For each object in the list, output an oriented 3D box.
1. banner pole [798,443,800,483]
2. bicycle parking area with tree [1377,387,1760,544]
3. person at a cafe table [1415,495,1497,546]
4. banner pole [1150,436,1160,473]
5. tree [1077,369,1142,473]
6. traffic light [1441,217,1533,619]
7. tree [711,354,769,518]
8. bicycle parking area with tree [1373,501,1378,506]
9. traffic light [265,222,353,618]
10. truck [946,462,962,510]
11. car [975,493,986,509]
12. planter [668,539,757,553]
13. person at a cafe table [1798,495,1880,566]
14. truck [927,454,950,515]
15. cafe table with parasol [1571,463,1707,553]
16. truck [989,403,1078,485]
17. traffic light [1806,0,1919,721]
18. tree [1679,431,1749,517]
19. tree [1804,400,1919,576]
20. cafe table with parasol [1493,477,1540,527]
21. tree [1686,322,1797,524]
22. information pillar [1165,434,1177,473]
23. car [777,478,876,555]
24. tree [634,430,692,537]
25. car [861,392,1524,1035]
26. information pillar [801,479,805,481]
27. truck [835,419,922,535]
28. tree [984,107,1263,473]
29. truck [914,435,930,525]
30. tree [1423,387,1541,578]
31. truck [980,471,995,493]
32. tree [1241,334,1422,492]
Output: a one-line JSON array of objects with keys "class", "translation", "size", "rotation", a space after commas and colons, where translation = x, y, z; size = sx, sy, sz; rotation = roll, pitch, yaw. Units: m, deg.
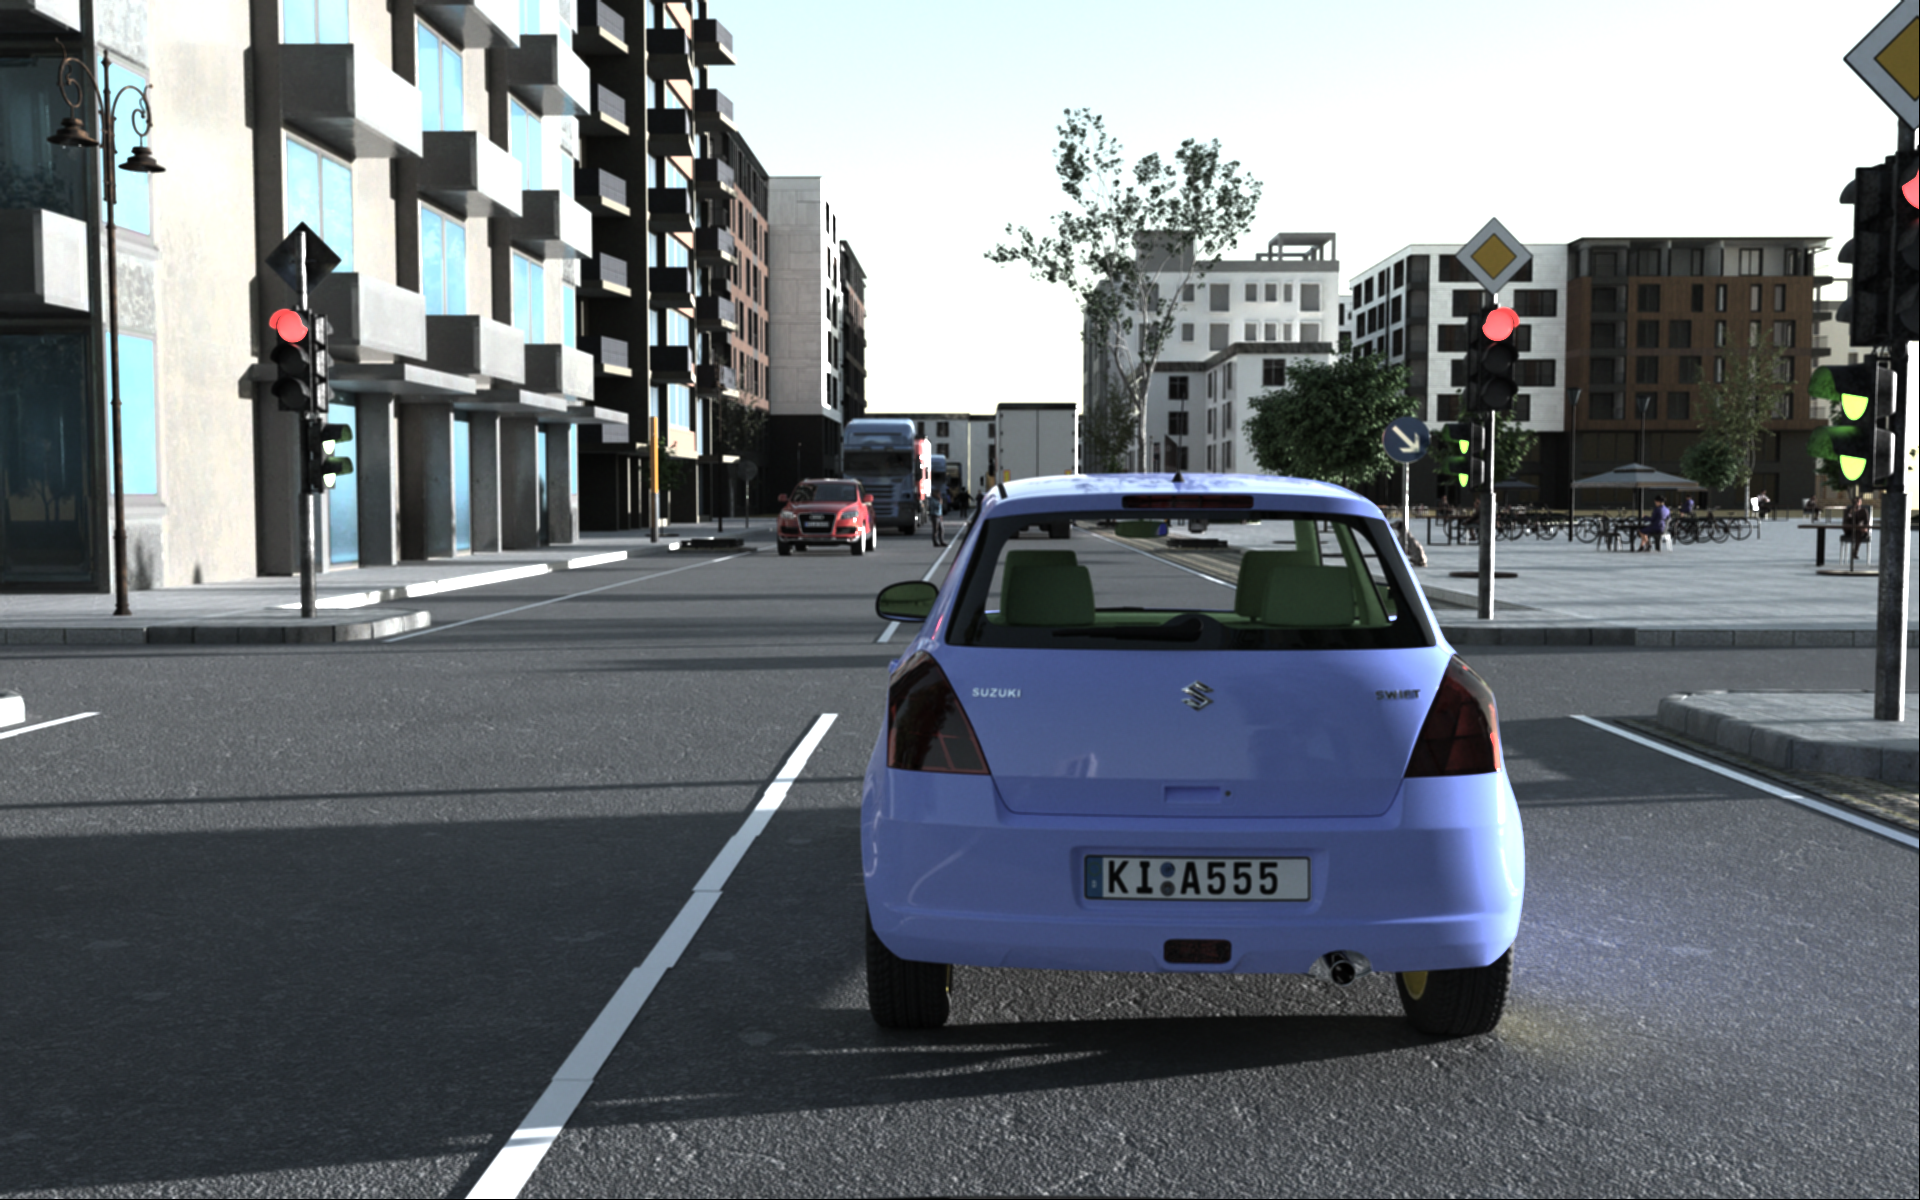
[{"class": "banner pole", "translation": [-7.887, -5.798, 84.820], "size": [0.401, 3.779, 0.863], "rotation": [0, 4, -1]}, {"class": "bicycle parking area with tree", "translation": [18.155, -3.784, 48.876], "size": [8.231, 4.147, 9.016], "rotation": [-3, 4, -36]}, {"class": "person at a cafe table", "translation": [12.680, -1.995, 43.476], "size": [1.698, 1.238, 1.726], "rotation": [-2, 4, -29]}, {"class": "banner pole", "translation": [8.326, -5.150, 74.226], "size": [0.401, 3.779, 0.863], "rotation": [-2, 4, -29]}, {"class": "tree", "translation": [8.936, -9.239, 101.424], "size": [4.737, 8.622, 4.395], "rotation": [0, 3, 0]}, {"class": "traffic light", "translation": [5.398, -1.763, 17.743], "size": [0.839, 4.253, 0.868], "rotation": [0, 4, 1]}, {"class": "tree", "translation": [-11.961, -8.584, 90.704], "size": [4.360, 8.622, 3.978], "rotation": [0, 3, 0]}, {"class": "bicycle parking area with tree", "translation": [23.828, -6.102, 86.775], "size": [9.016, 4.147, 8.231], "rotation": [-3, 4, -36]}, {"class": "traffic light", "translation": [-6.762, -1.773, 17.913], "size": [0.839, 4.253, 0.868], "rotation": [0, 4, 1]}, {"class": "truck", "translation": [-1.158, -10.184, 155.419], "size": [2.839, 4.237, 11.283], "rotation": [0, 4, 1]}, {"class": "car", "translation": [2.096, -7.388, 130.387], "size": [1.945, 1.707, 3.694], "rotation": [0, 4, 0]}, {"class": "planter", "translation": [-6.100, -1.337, 42.994], "size": [1.991, 0.319, 1.994], "rotation": [0, 4, 1]}, {"class": "person at a cafe table", "translation": [16.032, -1.233, 31.016], "size": [1.698, 1.238, 1.726], "rotation": [2, 4, 31]}, {"class": "truck", "translation": [-2.115, -8.172, 123.364], "size": [2.967, 4.110, 18.799], "rotation": [0, 3, 0]}, {"class": "cafe table with parasol", "translation": [15.044, -2.069, 38.693], "size": [2.610, 1.966, 2.610], "rotation": [2, 4, 30]}, {"class": "truck", "translation": [2.426, -4.271, 58.748], "size": [2.839, 4.237, 11.283], "rotation": [0, 4, 1]}, {"class": "traffic light", "translation": [5.276, -1.274, 9.759], "size": [0.839, 4.253, 0.868], "rotation": [0, 4, 1]}, {"class": "tree", "translation": [39.360, -6.536, 90.585], "size": [4.285, 4.588, 4.351], "rotation": [0, 3, 0]}, {"class": "tree", "translation": [14.032, -2.003, 27.356], "size": [1.663, 3.219, 1.824], "rotation": [0, 3, 0]}, {"class": "cafe table with parasol", "translation": [20.419, -3.663, 64.747], "size": [2.610, 1.966, 2.610], "rotation": [-2, 4, -32]}, {"class": "tree", "translation": [33.340, -7.546, 73.742], "size": [4.737, 8.622, 4.395], "rotation": [0, 3, 0]}, {"class": "information pillar", "translation": [8.189, -4.652, 67.422], "size": [0.504, 3.616, 0.183], "rotation": [1, 4, 12]}, {"class": "car", "translation": [-3.196, -2.050, 42.191], "size": [2.281, 1.827, 5.304], "rotation": [0, 4, 2]}, {"class": "tree", "translation": [-9.042, -3.545, 52.555], "size": [1.663, 3.219, 1.824], "rotation": [0, 3, 0]}, {"class": "car", "translation": [0.644, 0.225, 5.917], "size": [1.945, 1.707, 3.694], "rotation": [0, 4, 2]}, {"class": "information pillar", "translation": [-7.693, -4.960, 85.596], "size": [0.304, 2.012, 0.304], "rotation": [-1, 4, -10]}, {"class": "truck", "translation": [-2.847, -4.764, 67.651], "size": [2.967, 4.110, 18.799], "rotation": [0, 4, 0]}, {"class": "tree", "translation": [7.778, -14.097, 86.375], "size": [12.611, 20.169, 13.585], "rotation": [0, 3, 0]}, {"class": "truck", "translation": [-2.808, -5.836, 84.334], "size": [2.839, 4.237, 11.283], "rotation": [0, 4, 0]}, {"class": "tree", "translation": [8.008, -1.975, 26.893], "size": [1.663, 3.219, 1.824], "rotation": [0, 3, 0]}, {"class": "truck", "translation": [3.479, -9.025, 143.477], "size": [3.469, 3.379, 9.791], "rotation": [0, 4, 0]}, {"class": "tree", "translation": [7.966, -3.177, 35.660], "size": [4.285, 4.588, 4.351], "rotation": [0, 3, 0]}]
